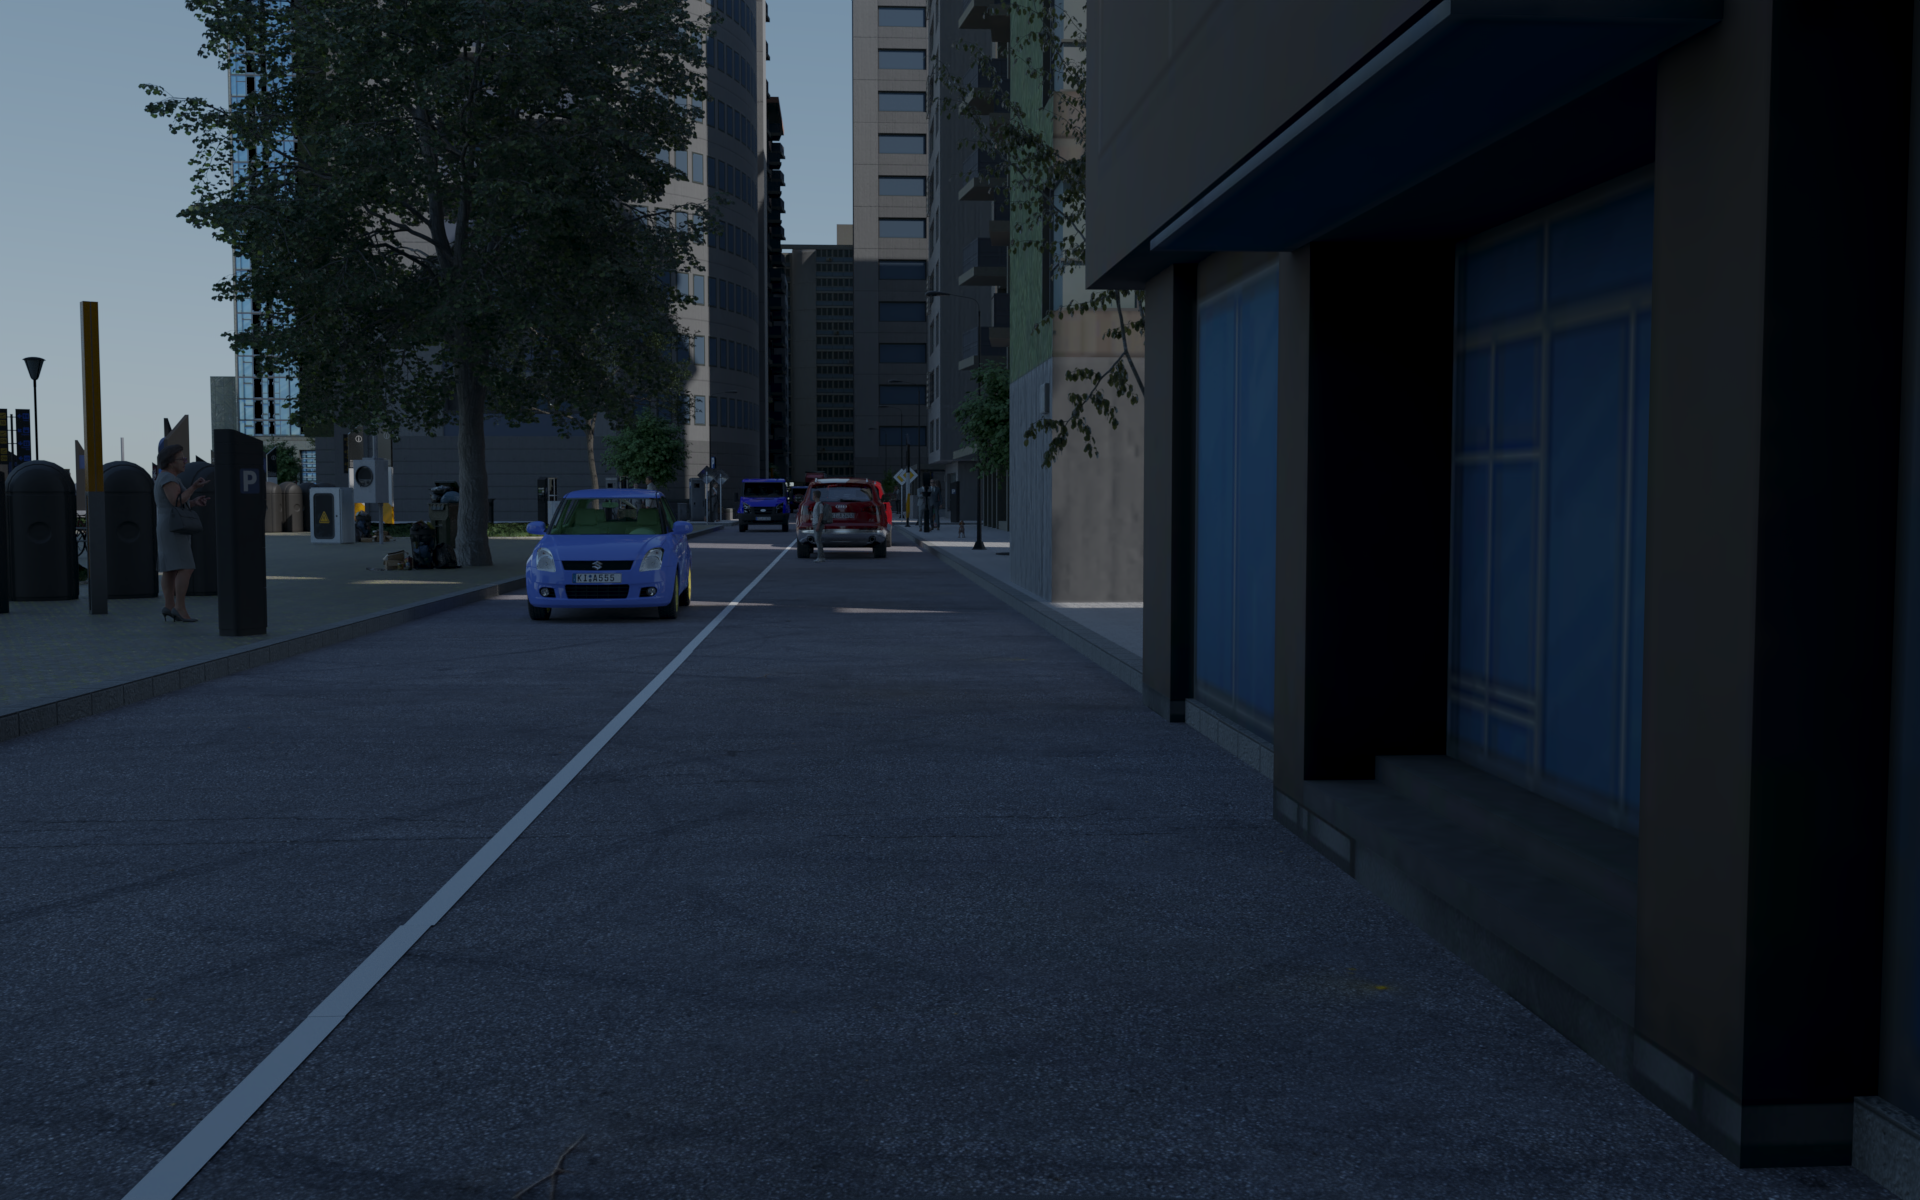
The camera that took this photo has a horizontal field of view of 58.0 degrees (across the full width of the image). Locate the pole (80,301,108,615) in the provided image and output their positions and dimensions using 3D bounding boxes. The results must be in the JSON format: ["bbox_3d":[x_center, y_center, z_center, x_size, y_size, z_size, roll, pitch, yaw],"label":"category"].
[{"bbox_3d":[-9.222,-1.504,18.436,0.158,3.312,0.155,0,3,0],"label":"pole"}]

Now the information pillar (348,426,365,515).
[{"bbox_3d":[-19.542,-3.961,56.113,0.504,3.616,0.183,-3,4,-38],"label":"information pillar"}]

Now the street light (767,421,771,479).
[{"bbox_3d":[-12.732,-8.344,108.967,1.470,5.913,1.316,0,4,-4],"label":"street light"}]

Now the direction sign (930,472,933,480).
[{"bbox_3d":[-1.970,-7.811,119.699,0.379,3.537,0.876,-1,4,-16],"label":"direction sign"}]

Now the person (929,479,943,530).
[{"bbox_3d":[-0.946,-3.373,61.366,0.661,1.801,0.590,0,4,4],"label":"person"}]

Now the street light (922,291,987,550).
[{"bbox_3d":[-0.097,-4.113,39.793,1.470,5.913,1.316,0,4,-4],"label":"street light"}]

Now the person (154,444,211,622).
[{"bbox_3d":[-7.783,-0.672,17.389,0.532,1.782,0.716,-2,4,-28],"label":"person"}]

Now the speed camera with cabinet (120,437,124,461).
[{"bbox_3d":[-29.425,-4.089,61.194,0.660,3.252,2.038,0,4,-1],"label":"speed camera with cabinet"}]

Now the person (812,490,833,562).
[{"bbox_3d":[-2.977,-1.560,36.604,0.503,1.515,0.523,3,5,45],"label":"person"}]

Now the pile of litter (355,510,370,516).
[{"bbox_3d":[-15.820,-1.998,46.631,1.176,0.858,1.719,2,4,27],"label":"pile of litter"}]

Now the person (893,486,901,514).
[{"bbox_3d":[-3.971,-6.397,110.811,0.592,1.802,0.473,2,4,27],"label":"person"}]

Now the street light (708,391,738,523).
[{"bbox_3d":[-10.688,-6.443,77.879,1.470,5.913,1.316,0,4,-4],"label":"street light"}]

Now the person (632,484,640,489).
[{"bbox_3d":[-14.709,-4.443,78.809,0.709,1.813,0.853,-1,4,-16],"label":"person"}]

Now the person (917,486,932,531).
[{"bbox_3d":[-1.208,-3.251,59.385,0.511,1.800,0.466,-2,4,-26],"label":"person"}]

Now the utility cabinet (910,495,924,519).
[{"bbox_3d":[-2.141,-4.806,89.733,1.020,1.237,0.306,-3,5,-43],"label":"utility cabinet"}]

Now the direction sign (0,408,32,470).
[{"bbox_3d":[-25.104,-3.299,45.933,0.876,3.537,0.379,-2,4,-33],"label":"direction sign"}]

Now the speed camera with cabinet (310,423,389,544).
[{"bbox_3d":[-15.683,-3.063,44.422,2.038,3.252,0.660,1,4,19],"label":"speed camera with cabinet"}]

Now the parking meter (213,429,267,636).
[{"bbox_3d":[-6.534,-0.614,15.753,0.255,1.863,0.399,2,4,24],"label":"parking meter"}]

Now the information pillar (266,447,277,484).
[{"bbox_3d":[-33.824,-5.739,85.192,0.504,3.616,0.183,-3,5,-42],"label":"information pillar"}]

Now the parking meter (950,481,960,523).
[{"bbox_3d":[-0.229,-4.420,77.978,0.399,1.863,0.255,3,4,36],"label":"parking meter"}]

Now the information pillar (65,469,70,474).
[{"bbox_3d":[-25.945,-2.789,50.095,0.304,2.012,0.304,1,4,22],"label":"information pillar"}]

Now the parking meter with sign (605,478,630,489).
[{"bbox_3d":[-16.136,-5.169,80.782,1.738,3.016,0.543,1,4,22],"label":"parking meter with sign"}]

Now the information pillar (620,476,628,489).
[{"bbox_3d":[-13.586,-4.010,70.056,0.304,2.012,0.304,-1,4,-10],"label":"information pillar"}]

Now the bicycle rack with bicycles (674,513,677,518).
[{"bbox_3d":[-12.682,-3.346,68.091,2.925,0.926,2.852,0,4,-5],"label":"bicycle rack with bicycles"}]

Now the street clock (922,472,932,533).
[{"bbox_3d":[-1.115,-3.256,57.803,0.358,2.002,0.471,0,4,-7],"label":"street clock"}]

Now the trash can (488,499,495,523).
[{"bbox_3d":[-15.017,-2.628,54.627,0.748,1.137,0.748,0,3,0],"label":"trash can"}]

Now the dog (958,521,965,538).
[{"bbox_3d":[0.055,-2.081,50.847,0.406,0.507,0.540,-3,5,-41],"label":"dog"}]

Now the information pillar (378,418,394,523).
[{"bbox_3d":[-17.551,-3.769,52.979,0.504,3.616,0.183,1,4,19],"label":"information pillar"}]

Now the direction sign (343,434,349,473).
[{"bbox_3d":[-23.059,-4.512,65.772,0.379,3.537,0.876,2,4,26],"label":"direction sign"}]

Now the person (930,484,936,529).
[{"bbox_3d":[-1.076,-3.540,64.177,0.529,1.795,0.600,-1,4,-23],"label":"person"}]

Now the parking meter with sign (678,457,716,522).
[{"bbox_3d":[-12.293,-5.176,80.887,1.738,3.016,0.543,-2,4,-24],"label":"parking meter with sign"}]

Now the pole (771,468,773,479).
[{"bbox_3d":[-14.582,-8.602,134.487,0.158,3.312,0.155,0,3,0],"label":"pole"}]

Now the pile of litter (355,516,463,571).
[{"bbox_3d":[-9.346,-0.960,29.656,1.719,0.858,1.176,-2,4,-28],"label":"pile of litter"}]

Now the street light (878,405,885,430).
[{"bbox_3d":[-3.594,-7.236,90.852,1.470,5.913,1.316,0,4,-4],"label":"street light"}]

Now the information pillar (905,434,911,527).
[{"bbox_3d":[-2.027,-4.651,67.405,0.183,3.616,0.504,-1,4,-10],"label":"information pillar"}]

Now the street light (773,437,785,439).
[{"bbox_3d":[-14.873,-10.272,140.494,1.470,5.913,1.316,0,4,-4],"label":"street light"}]

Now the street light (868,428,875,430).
[{"bbox_3d":[-5.737,-9.126,121.755,1.470,5.913,1.316,0,4,-4],"label":"street light"}]

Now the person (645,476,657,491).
[{"bbox_3d":[-9.521,-2.936,53.890,0.795,1.843,0.661,0,4,5],"label":"person"}]

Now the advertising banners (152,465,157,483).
[{"bbox_3d":[-49.226,-6.766,106.805,0.090,3.025,2.074,0,4,4],"label":"advertising banners"}]

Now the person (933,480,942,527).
[{"bbox_3d":[-0.890,-3.622,65.267,0.388,1.821,0.555,0,4,1],"label":"person"}]

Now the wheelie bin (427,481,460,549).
[{"bbox_3d":[-12.091,-2.014,40.841,0.980,1.594,0.693,2,4,24],"label":"wheelie bin"}]

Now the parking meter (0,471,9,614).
[{"bbox_3d":[-10.445,-0.623,18.597,0.372,1.533,0.369,0,3,0],"label":"parking meter"}]

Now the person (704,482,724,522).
[{"bbox_3d":[-11.299,-4.491,79.437,0.822,1.834,0.622,2,4,27],"label":"person"}]

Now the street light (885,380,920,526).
[{"bbox_3d":[-2.204,-5.993,70.525,1.470,5.913,1.316,0,4,-4],"label":"street light"}]

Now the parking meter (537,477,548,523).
[{"bbox_3d":[-14.027,-3.212,58.222,0.255,1.863,0.399,0,4,3],"label":"parking meter"}]
